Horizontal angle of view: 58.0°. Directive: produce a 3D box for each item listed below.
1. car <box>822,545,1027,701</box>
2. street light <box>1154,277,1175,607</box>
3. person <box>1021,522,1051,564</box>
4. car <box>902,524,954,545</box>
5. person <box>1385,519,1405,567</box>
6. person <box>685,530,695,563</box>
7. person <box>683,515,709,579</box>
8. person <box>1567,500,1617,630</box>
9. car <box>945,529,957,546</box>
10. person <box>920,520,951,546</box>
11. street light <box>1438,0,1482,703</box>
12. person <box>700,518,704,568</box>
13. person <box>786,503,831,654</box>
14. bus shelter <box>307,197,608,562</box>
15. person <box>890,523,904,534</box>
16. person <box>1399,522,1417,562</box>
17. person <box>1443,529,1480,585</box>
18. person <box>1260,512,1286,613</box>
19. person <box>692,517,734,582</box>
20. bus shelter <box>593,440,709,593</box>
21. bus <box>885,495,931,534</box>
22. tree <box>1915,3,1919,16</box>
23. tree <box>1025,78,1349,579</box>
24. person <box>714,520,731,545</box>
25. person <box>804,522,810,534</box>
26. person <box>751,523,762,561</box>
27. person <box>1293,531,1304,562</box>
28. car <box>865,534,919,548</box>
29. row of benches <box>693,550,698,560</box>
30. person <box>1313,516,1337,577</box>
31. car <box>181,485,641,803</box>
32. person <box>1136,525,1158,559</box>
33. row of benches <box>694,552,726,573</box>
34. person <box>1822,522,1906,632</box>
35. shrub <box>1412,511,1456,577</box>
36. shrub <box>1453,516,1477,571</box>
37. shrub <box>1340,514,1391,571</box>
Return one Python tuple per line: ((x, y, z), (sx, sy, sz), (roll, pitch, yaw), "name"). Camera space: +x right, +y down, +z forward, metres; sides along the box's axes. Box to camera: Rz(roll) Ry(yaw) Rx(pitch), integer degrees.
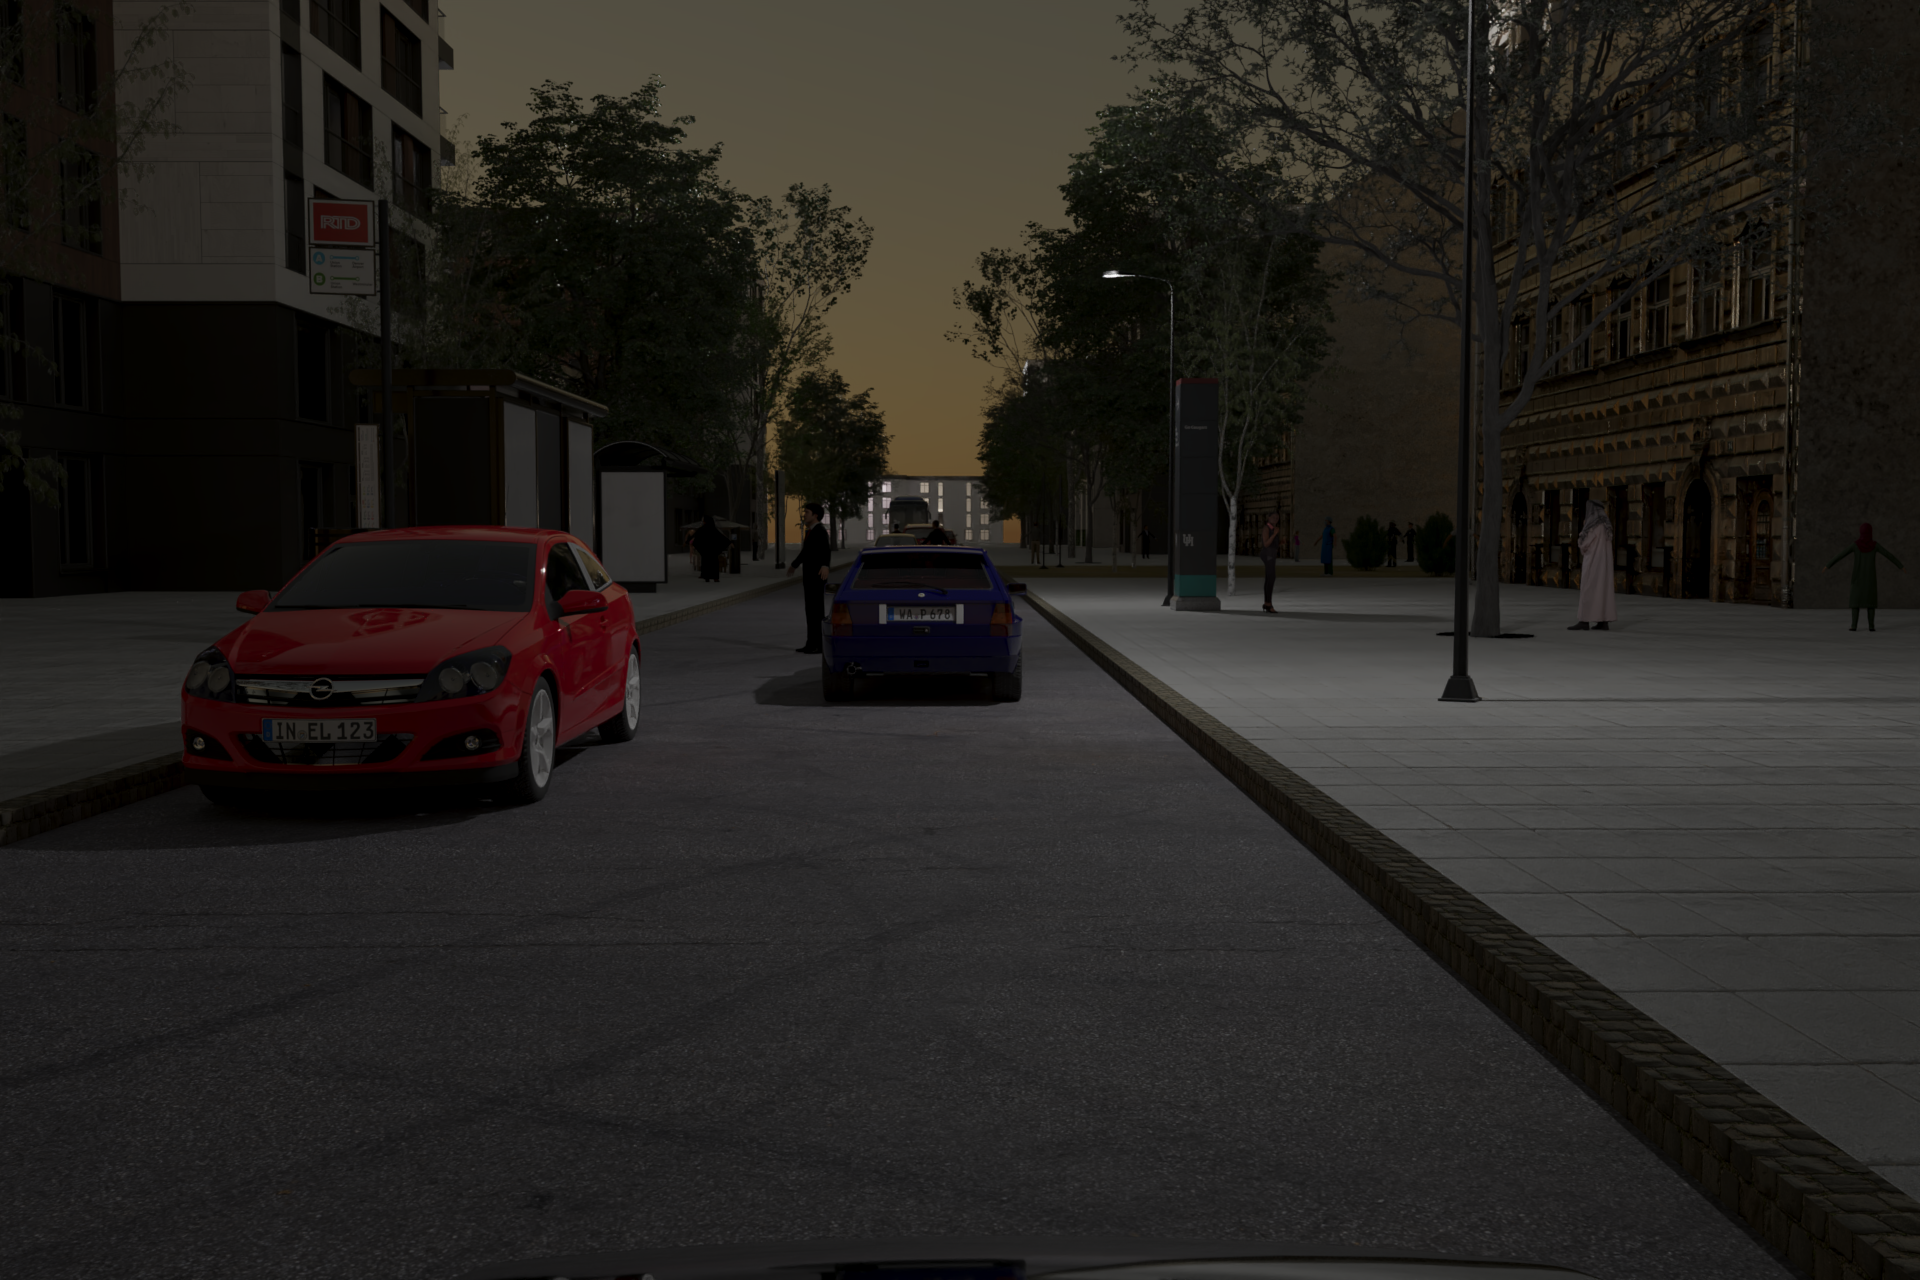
((-0.328, -0.221, 16.188), (1.945, 1.354, 3.894), (0, 4, 0), "car")
((4.287, -3.552, 30.619), (1.470, 5.913, 1.316), (0, 4, -1), "street light")
((3.260, -4.178, 74.580), (1.348, 1.796, 0.705), (1, 4, 12), "person")
((-1.343, -3.446, 65.022), (2.281, 1.827, 5.304), (0, 4, -1), "car")
((16.640, -3.730, 66.761), (0.705, 1.856, 1.354), (-3, 4, -36), "person")
((-11.582, -4.201, 75.496), (1.217, 1.733, 0.721), (3, 5, 39), "person")
((-7.322, -2.682, 49.919), (1.348, 1.821, 0.705), (-2, 4, -30), "person")
((8.464, -1.004, 23.120), (0.621, 1.740, 0.551), (2, 4, 25), "person")
((-1.315, -7.572, 132.478), (2.281, 1.827, 5.304), (0, 4, -2), "car")
((-0.653, -2.266, 45.738), (1.346, 1.802, 0.704), (-3, 5, -43), "person")
((4.392, -2.484, 13.157), (1.470, 5.913, 1.316), (0, 4, 0), "street light")
((-7.739, -2.871, 52.903), (1.349, 1.833, 0.705), (3, 5, 42), "person")
((-1.779, -0.746, 20.838), (0.705, 1.806, 1.347), (-2, 4, -23), "person")
((-6.705, -2.803, 23.464), (2.179, 5.291, 8.768), (0, 4, 0), "bus shelter")
((-2.251, -3.220, 61.241), (1.346, 1.812, 0.704), (-1, 4, -16), "person")
((20.651, -4.499, 79.498), (0.705, 1.837, 1.347), (-1, 4, -22), "person")
((12.739, -2.259, 43.710), (1.217, 1.739, 0.721), (3, 5, 43), "person")
((5.108, -1.265, 28.195), (0.415, 1.643, 0.593), (-1, 4, -19), "person")
((-6.595, -2.407, 46.145), (1.214, 1.737, 0.721), (1, 4, 17), "person")
((-7.177, -2.824, 40.097), (2.014, 3.302, 5.546), (0, 4, -1), "bus shelter")
((-3.269, -7.498, 114.137), (2.896, 3.916, 12.251), (0, 4, 0), "bus")
((6.553, -4.964, 6.921), (9.928, 11.665, 9.643), (0, 3, 0), "tree")
((6.311, -8.683, 48.627), (9.857, 13.997, 8.962), (0, 3, 0), "tree")
((-8.855, -3.430, 61.937), (1.347, 1.847, 0.705), (-1, 4, -16), "person")
((-5.347, -3.390, 61.898), (0.721, 1.772, 1.216), (0, 4, -7), "person")
((-9.701, -4.658, 82.292), (0.705, 1.813, 1.348), (1, 4, 10), "person")
((15.567, -4.305, 79.649), (0.599, 1.433, 0.991), (-1, 4, -15), "person")
((-2.062, -2.840, 56.660), (2.015, 1.641, 3.980), (0, 3, 0), "car")
((-10.336, -3.314, 69.654), (1.422, 0.672, 4.104), (-1, 4, -11), "row of benches")
((11.104, -2.830, 52.400), (0.704, 1.817, 1.347), (-1, 4, -16), "person")
((-3.131, -0.093, 10.560), (2.155, 1.783, 4.494), (0, 4, -1), "car")
((9.620, -5.045, 89.204), (1.216, 1.740, 0.721), (-1, 4, -22), "person")
((-8.536, -2.668, 59.078), (1.422, 0.672, 4.104), (-1, 4, -15), "row of benches")
((11.945, -0.836, 22.885), (0.989, 1.438, 0.599), (2, 4, 23), "person")
((14.477, -2.928, 52.296), (1.690, 2.028, 1.600), (0, 3, 0), "shrub")
((17.773, -3.426, 60.056), (1.661, 2.075, 1.752), (0, 3, 0), "shrub")
((14.144, -3.418, 60.308), (1.690, 2.028, 1.600), (0, 3, 0), "shrub")
